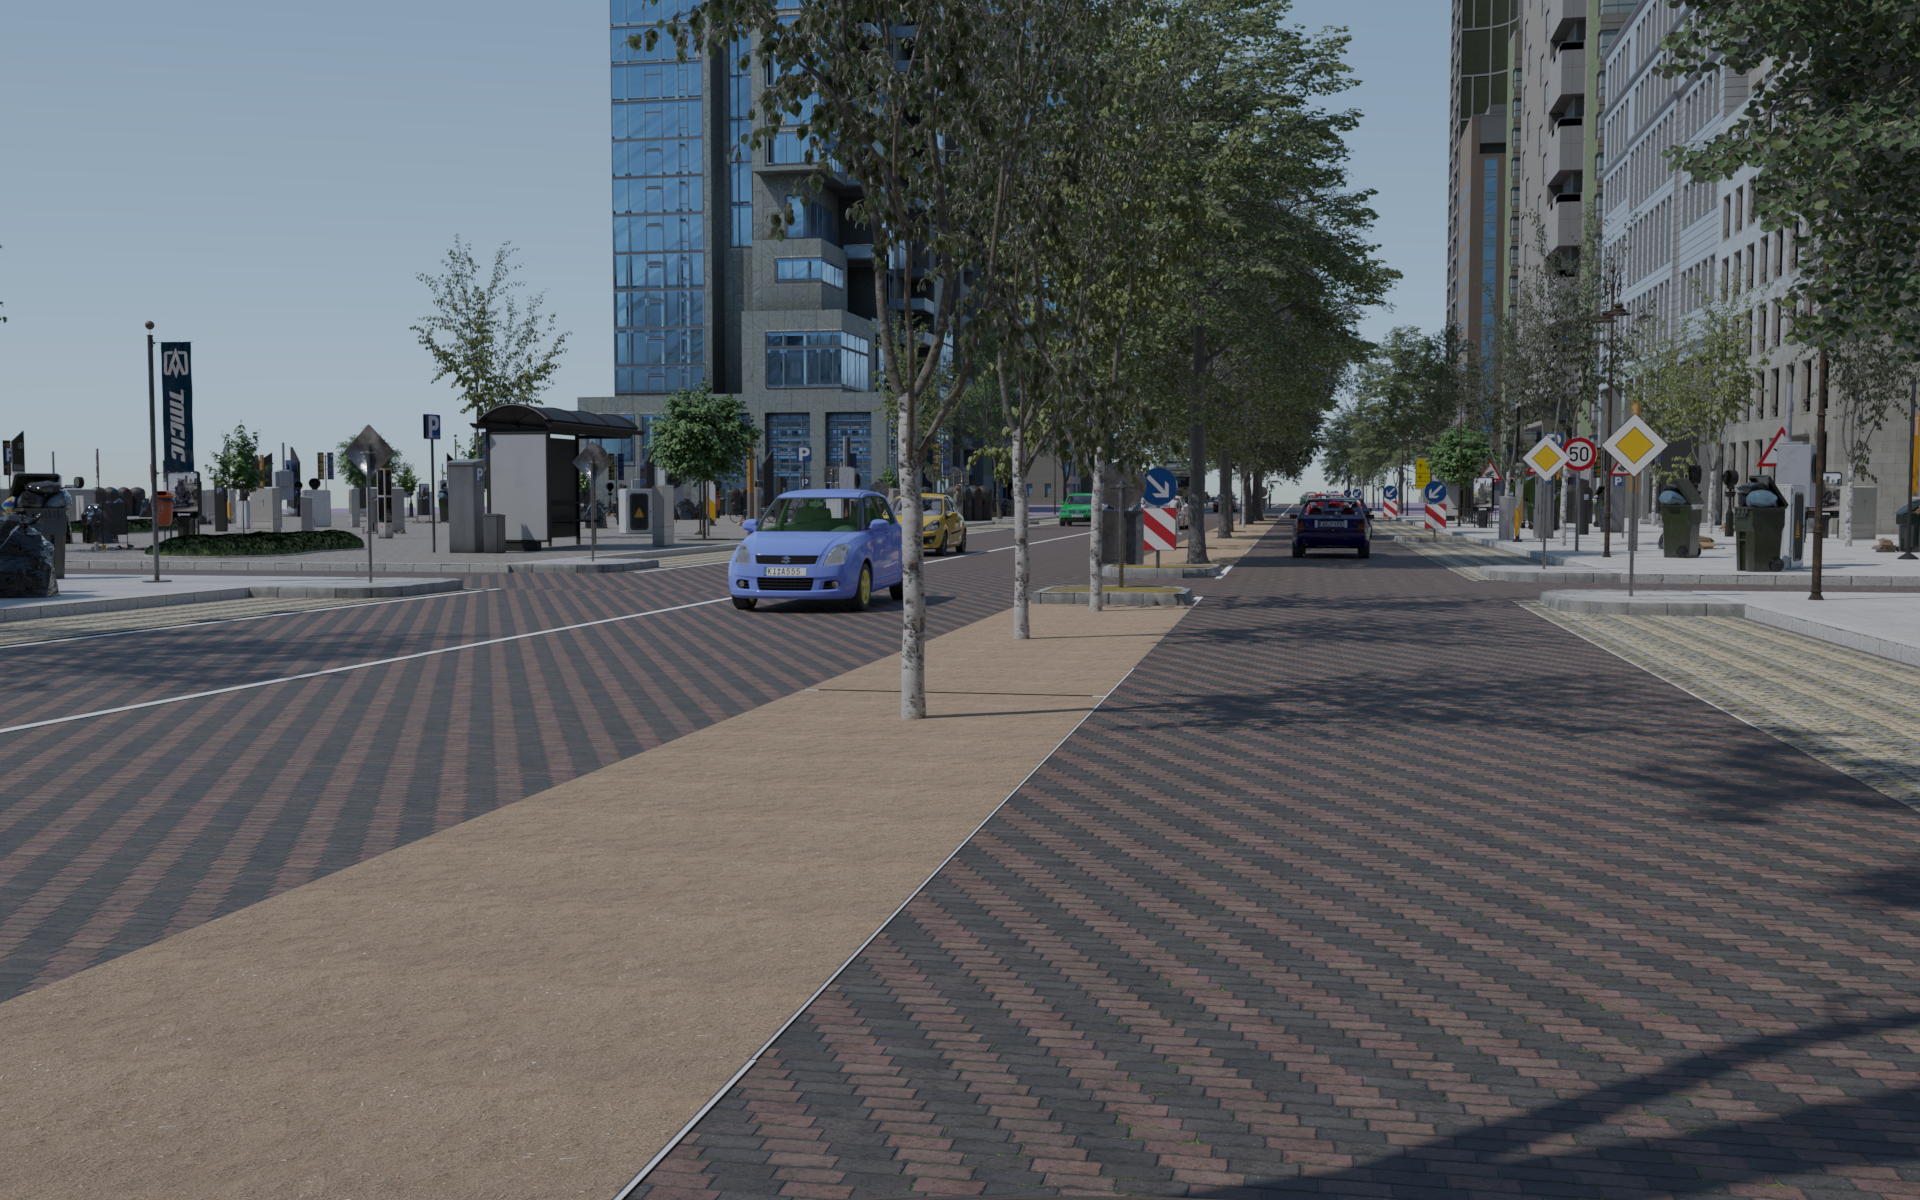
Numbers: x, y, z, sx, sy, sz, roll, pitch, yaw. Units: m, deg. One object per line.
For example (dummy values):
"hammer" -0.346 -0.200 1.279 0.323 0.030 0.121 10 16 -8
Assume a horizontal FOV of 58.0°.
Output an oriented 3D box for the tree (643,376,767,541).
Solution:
"tree" -7.113 -3.945 48.215 4.285 4.588 4.351 0 3 0

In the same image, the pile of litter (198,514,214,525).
"pile of litter" -32.150 -3.583 72.546 1.719 0.858 1.176 0 4 -1

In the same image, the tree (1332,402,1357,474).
"tree" 38.911 -13.941 162.345 8.767 10.594 7.601 1 4 20

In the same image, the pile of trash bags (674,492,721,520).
"pile of trash bags" -13.256 -4.712 86.787 1.912 1.369 3.447 2 4 35

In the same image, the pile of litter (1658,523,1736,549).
"pile of litter" 17.061 -1.617 40.401 1.719 0.858 1.176 0 4 -2

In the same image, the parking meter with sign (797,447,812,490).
"parking meter with sign" -5.724 -4.179 64.590 0.543 3.016 1.738 0 4 1

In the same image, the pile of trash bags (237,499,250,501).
"pile of trash bags" -41.330 -5.562 100.686 3.447 1.369 1.912 -2 4 -30

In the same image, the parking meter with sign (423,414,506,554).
"parking meter with sign" -10.733 -2.532 37.651 1.738 3.016 0.543 1 4 16

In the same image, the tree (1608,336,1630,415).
"tree" 28.052 -7.267 69.172 4.737 8.622 4.395 0 3 0

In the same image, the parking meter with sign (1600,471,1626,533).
"parking meter with sign" 21.701 -3.739 57.387 0.543 3.016 1.738 0 4 0

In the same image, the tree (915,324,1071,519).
"tree" 1.921 -9.448 88.883 8.767 10.594 7.601 -2 4 -25

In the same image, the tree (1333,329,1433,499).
"tree" 47.518 -20.964 198.656 12.611 20.169 13.585 0 3 0

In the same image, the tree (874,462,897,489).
"tree" -4.390 -6.703 104.195 1.663 3.219 1.824 0 3 0

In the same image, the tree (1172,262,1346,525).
"tree" 13.423 -10.492 80.654 9.857 13.997 8.962 0 3 0

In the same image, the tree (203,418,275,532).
"tree" -18.026 -3.007 43.772 1.663 3.219 1.824 0 3 0

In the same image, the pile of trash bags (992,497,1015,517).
"pile of trash bags" 1.553 -5.385 97.789 3.447 1.369 1.912 -1 4 -9

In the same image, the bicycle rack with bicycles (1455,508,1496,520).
"bicycle rack with bicycles" 25.402 -4.495 86.879 2.925 0.926 2.852 -1 4 -11

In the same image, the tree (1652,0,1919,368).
"tree" 9.413 -6.467 12.395 9.857 13.997 8.962 0 3 0

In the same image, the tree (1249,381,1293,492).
"tree" 11.961 -7.333 72.712 4.360 8.622 3.978 0 3 0

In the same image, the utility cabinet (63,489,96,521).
"utility cabinet" -35.593 -3.754 70.052 1.173 1.500 0.318 -1 4 -19

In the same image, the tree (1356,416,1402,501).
"tree" 35.731 -12.016 146.826 4.360 8.622 3.978 0 3 0

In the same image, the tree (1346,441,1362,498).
"tree" 43.543 -14.369 185.298 4.737 8.622 4.395 0 3 0

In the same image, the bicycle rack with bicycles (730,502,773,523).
"bicycle rack with bicycles" -8.742 -3.869 76.642 2.925 0.926 2.852 0 4 0

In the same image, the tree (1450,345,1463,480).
"tree" 18.141 -6.539 57.271 4.360 8.622 3.978 0 3 0

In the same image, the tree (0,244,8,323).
"tree" -22.981 -5.364 38.060 4.737 8.622 4.395 0 3 0

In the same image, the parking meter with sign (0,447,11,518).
"parking meter with sign" -36.279 -4.186 64.708 1.738 3.016 0.543 0 4 5

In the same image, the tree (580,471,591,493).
"tree" -17.845 -5.232 80.141 1.663 3.219 1.824 0 3 0

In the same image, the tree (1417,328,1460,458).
"tree" 30.012 -12.100 115.964 7.486 12.596 7.792 0 3 0

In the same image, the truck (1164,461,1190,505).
"truck" 18.879 -9.761 148.506 2.839 4.237 11.283 1 4 10

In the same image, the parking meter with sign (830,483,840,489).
"parking meter with sign" -6.306 -5.676 89.056 0.543 3.016 1.738 -3 5 -43

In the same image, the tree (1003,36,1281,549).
"tree" 6.124 -8.086 45.038 12.009 13.543 11.850 0 3 0

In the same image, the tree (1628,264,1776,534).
"tree" 24.374 -6.474 56.213 4.737 8.622 4.395 0 3 0

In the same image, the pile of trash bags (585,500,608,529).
"pile of trash bags" -14.854 -3.376 64.958 3.447 1.369 1.912 0 4 2

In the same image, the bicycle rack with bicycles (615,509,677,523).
"bicycle rack with bicycles" -14.024 -3.942 77.827 2.925 0.926 2.852 -1 4 -22

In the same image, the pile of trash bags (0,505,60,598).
"pile of trash bags" -13.120 -0.727 21.635 3.447 1.369 1.912 -1 4 -19

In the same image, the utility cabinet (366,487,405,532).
"utility cabinet" -19.279 -3.025 58.143 1.173 1.500 0.318 -2 4 -30

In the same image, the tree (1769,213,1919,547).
"tree" 21.980 -5.609 42.065 4.360 8.622 3.978 0 3 0

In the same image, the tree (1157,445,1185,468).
"tree" 29.561 -18.078 229.991 8.767 10.594 7.601 3 5 40

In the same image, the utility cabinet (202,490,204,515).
"utility cabinet" -37.193 -4.759 86.486 1.173 1.500 0.318 -1 4 -18

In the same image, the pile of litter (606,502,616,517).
"pile of litter" -19.700 -5.209 99.138 1.719 0.858 1.176 0 4 -4

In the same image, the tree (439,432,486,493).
"tree" -15.096 -3.628 53.927 1.663 3.219 1.824 0 3 0

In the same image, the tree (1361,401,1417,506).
"tree" 33.938 -11.252 134.327 4.737 8.622 4.395 0 3 0

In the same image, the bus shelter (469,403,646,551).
"bus shelter" -9.451 -2.898 41.305 2.014 3.302 5.546 1 4 11

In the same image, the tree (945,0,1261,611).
"tree" 1.662 -4.173 21.049 4.737 8.622 4.395 0 3 0

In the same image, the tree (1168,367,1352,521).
"tree" 15.610 -10.488 90.950 9.611 12.733 9.660 0 3 0

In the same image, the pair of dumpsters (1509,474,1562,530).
"pair of dumpsters" 21.336 -3.771 64.146 1.574 2.255 4.437 1 4 11

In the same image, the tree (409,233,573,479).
"tree" -13.562 -6.083 49.815 4.737 8.622 4.395 0 3 0

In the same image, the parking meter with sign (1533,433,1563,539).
"parking meter with sign" 16.942 -3.293 50.101 0.543 3.016 1.738 0 4 7

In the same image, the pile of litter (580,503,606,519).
"pile of litter" -17.951 -4.259 83.605 1.176 0.858 1.719 -1 4 -21

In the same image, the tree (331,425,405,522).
"tree" -27.852 -5.963 81.207 4.285 4.588 4.351 0 3 0

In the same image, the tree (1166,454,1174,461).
"tree" 23.060 -21.057 200.165 12.611 20.169 13.585 0 3 0

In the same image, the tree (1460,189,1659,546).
"tree" 15.040 -5.659 42.888 4.360 8.622 3.978 0 3 0

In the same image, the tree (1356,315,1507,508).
"tree" 24.869 -9.523 90.116 7.601 10.594 8.767 1 4 10

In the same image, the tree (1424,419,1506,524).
"tree" 21.863 -5.577 74.898 4.285 4.588 4.351 0 3 0

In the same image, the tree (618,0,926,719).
"tree" -0.325 -3.529 10.516 4.360 8.622 3.978 0 3 0

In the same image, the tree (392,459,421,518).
"tree" -30.358 -6.150 95.153 1.663 3.219 1.824 0 3 0

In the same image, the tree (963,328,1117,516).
"tree" 3.807 -10.791 102.194 9.928 11.665 9.643 0 3 0

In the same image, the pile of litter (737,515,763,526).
"pile of litter" -8.429 -3.395 69.474 1.176 0.858 1.719 1 4 18

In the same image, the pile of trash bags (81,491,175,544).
"pile of trash bags" -22.397 -2.177 45.348 3.447 1.369 1.912 -1 4 -15

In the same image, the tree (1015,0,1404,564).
"tree" 4.873 -6.976 34.649 7.486 12.596 7.792 0 3 0
